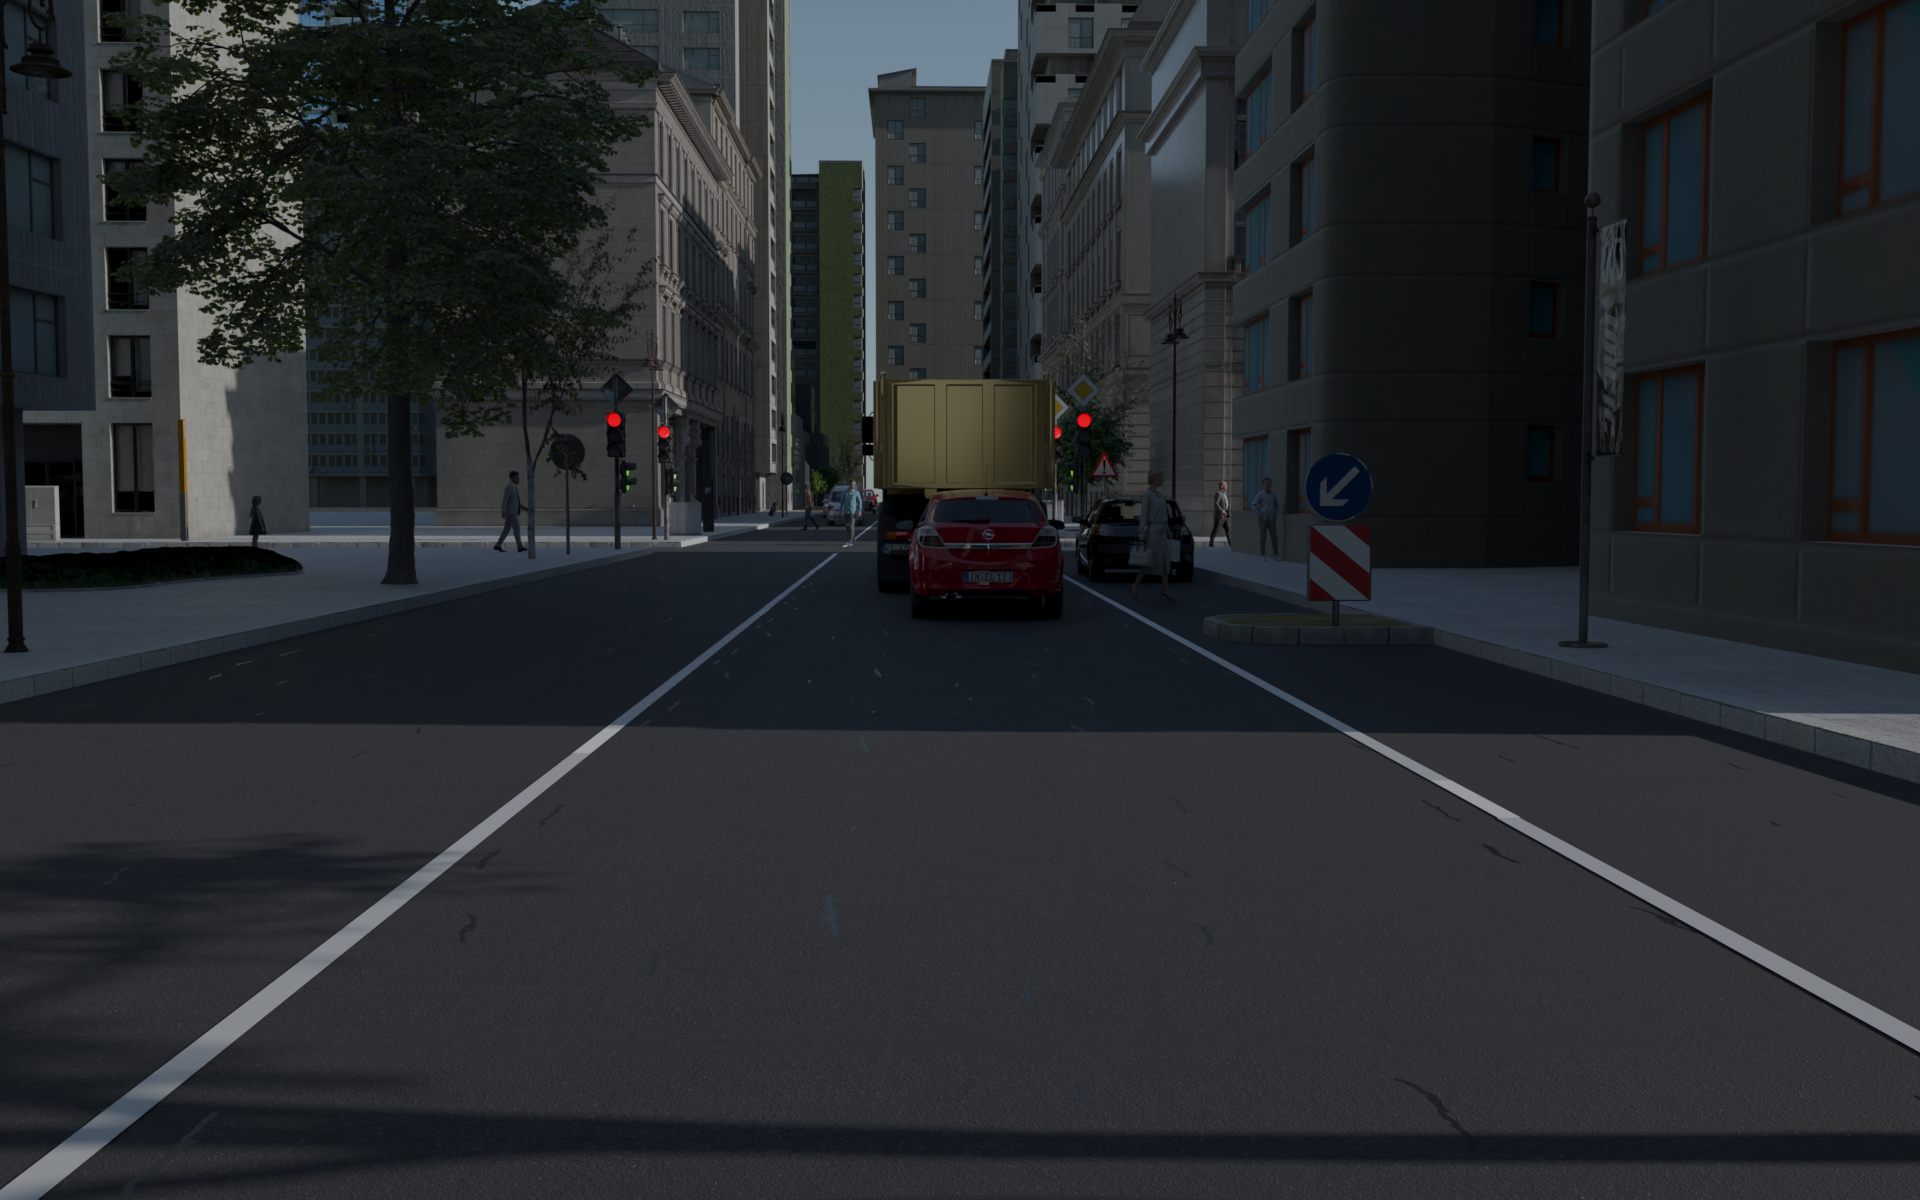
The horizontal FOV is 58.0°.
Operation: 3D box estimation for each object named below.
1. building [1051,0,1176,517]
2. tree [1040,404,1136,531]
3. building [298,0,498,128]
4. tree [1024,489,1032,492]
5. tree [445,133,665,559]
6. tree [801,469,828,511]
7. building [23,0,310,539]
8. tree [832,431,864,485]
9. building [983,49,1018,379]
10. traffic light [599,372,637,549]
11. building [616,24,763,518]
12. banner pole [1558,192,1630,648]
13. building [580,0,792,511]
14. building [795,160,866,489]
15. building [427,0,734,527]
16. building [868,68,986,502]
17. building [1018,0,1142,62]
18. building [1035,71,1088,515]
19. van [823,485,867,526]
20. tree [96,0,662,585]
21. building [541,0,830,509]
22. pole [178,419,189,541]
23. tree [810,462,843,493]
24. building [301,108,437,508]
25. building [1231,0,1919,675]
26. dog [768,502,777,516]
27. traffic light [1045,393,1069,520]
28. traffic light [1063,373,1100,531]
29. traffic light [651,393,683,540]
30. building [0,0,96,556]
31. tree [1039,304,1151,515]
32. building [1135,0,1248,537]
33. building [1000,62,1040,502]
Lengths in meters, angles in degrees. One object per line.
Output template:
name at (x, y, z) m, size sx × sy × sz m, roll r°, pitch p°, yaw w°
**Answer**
building at (13.814, -15.581, 88.039) m, size 16.112 × 22.955 × 30.059 m, roll 0°, pitch 4°, yaw -2°
tree at (4.427, -4.700, 60.555) m, size 4.285 × 4.588 × 4.351 m, roll 0°, pitch 3°, yaw 0°
building at (-70.998, -55.309, 216.979) m, size 31.000 × 86.520 × 22.319 m, roll 0°, pitch 4°, yaw -2°
tree at (3.907, -7.132, 111.209) m, size 1.663 × 3.219 × 1.824 m, roll 0°, pitch 3°, yaw 0°
tree at (-8.231, -5.114, 33.972) m, size 4.360 × 8.622 × 3.978 m, roll 0°, pitch 3°, yaw 0°
tree at (-11.416, -8.674, 136.429) m, size 1.663 × 3.219 × 1.824 m, roll 0°, pitch 3°, yaw 0°
building at (-30.748, -12.181, 53.916) m, size 16.860 × 20.320 × 10.420 m, roll 0°, pitch 4°, yaw -2°
tree at (-13.191, -15.319, 200.819) m, size 4.360 × 8.622 × 3.978 m, roll 0°, pitch 3°, yaw 0°
building at (13.522, -34.414, 186.369) m, size 21.300 × 48.544 × 21.600 m, roll 0°, pitch 4°, yaw -2°
traffic light at (-7.915, -3.126, 40.025) m, size 0.839 × 4.253 × 0.868 m, roll 0°, pitch 4°, yaw -2°
building at (-18.973, -18.707, 103.123) m, size 12.463 × 27.353 × 25.104 m, roll 0°, pitch 4°, yaw -2°
banner pole at (5.270, -1.482, 14.253) m, size 0.401 × 3.779 × 0.863 m, roll 0°, pitch 4°, yaw -5°
building at (-20.164, -27.270, 129.465) m, size 14.154 × 41.232 × 14.086 m, roll 0°, pitch 4°, yaw -2°
building at (-18.723, -32.493, 214.858) m, size 14.086 × 41.232 × 14.154 m, roll 0°, pitch 4°, yaw -2°
building at (-16.329, -13.350, 69.183) m, size 10.553 × 20.767 × 40.483 m, roll 0°, pitch 4°, yaw -2°
building at (2.335, -38.795, 223.537) m, size 27.495 × 52.752 × 28.713 m, roll 0°, pitch 4°, yaw -2°
building at (19.008, -34.051, 145.965) m, size 28.713 × 52.752 × 27.495 m, roll 0°, pitch 4°, yaw -2°
building at (12.205, -20.019, 113.212) m, size 13.634 × 28.700 × 20.117 m, roll 0°, pitch 4°, yaw -2°
van at (-5.270, -4.462, 79.958) m, size 2.013 × 2.044 × 4.112 m, roll 0°, pitch 4°, yaw -2°
tree at (-8.180, -6.523, 24.784) m, size 7.486 × 12.596 × 7.792 m, roll 0°, pitch 3°, yaw 0°
building at (-30.091, -53.288, 183.929) m, size 31.000 × 86.520 × 22.319 m, roll 0°, pitch 4°, yaw -2°
pole at (-21.191, -3.266, 47.243) m, size 0.158 × 3.312 × 0.155 m, roll 0°, pitch 3°, yaw 0°
tree at (-13.233, -11.577, 172.994) m, size 4.285 × 4.588 × 4.351 m, roll 0°, pitch 3°, yaw 0°
building at (-57.445, -29.843, 179.806) m, size 23.993 × 40.220 × 32.217 m, roll 0°, pitch 4°, yaw -2°
building at (20.288, -10.955, 24.148) m, size 27.650 × 21.520 × 28.899 m, roll 0°, pitch 4°, yaw -2°
dog at (-10.908, -5.287, 100.829) m, size 0.513 × 0.831 × 0.800 m, roll -1°, pitch 4°, yaw -10°
traffic light at (2.621, -3.633, 48.319) m, size 0.839 × 4.253 × 0.868 m, roll 0°, pitch 4°, yaw -2°
traffic light at (2.841, -3.145, 40.337) m, size 0.839 × 4.253 × 0.868 m, roll 0°, pitch 4°, yaw -2°
traffic light at (-8.136, -3.614, 48.007) m, size 0.839 × 4.253 × 0.868 m, roll 0°, pitch 4°, yaw -2°
building at (-23.412, -21.062, 27.966) m, size 14.086 × 41.232 × 14.154 m, roll 0°, pitch 4°, yaw -2°
tree at (5.260, -7.184, 67.814) m, size 4.360 × 8.622 × 3.978 m, roll 0°, pitch 3°, yaw 0°
building at (18.613, -13.175, 57.212) m, size 24.055 × 21.916 × 13.314 m, roll 0°, pitch 4°, yaw -2°
building at (10.841, -29.626, 167.975) m, size 14.154 × 41.232 × 14.086 m, roll 0°, pitch 4°, yaw -2°
